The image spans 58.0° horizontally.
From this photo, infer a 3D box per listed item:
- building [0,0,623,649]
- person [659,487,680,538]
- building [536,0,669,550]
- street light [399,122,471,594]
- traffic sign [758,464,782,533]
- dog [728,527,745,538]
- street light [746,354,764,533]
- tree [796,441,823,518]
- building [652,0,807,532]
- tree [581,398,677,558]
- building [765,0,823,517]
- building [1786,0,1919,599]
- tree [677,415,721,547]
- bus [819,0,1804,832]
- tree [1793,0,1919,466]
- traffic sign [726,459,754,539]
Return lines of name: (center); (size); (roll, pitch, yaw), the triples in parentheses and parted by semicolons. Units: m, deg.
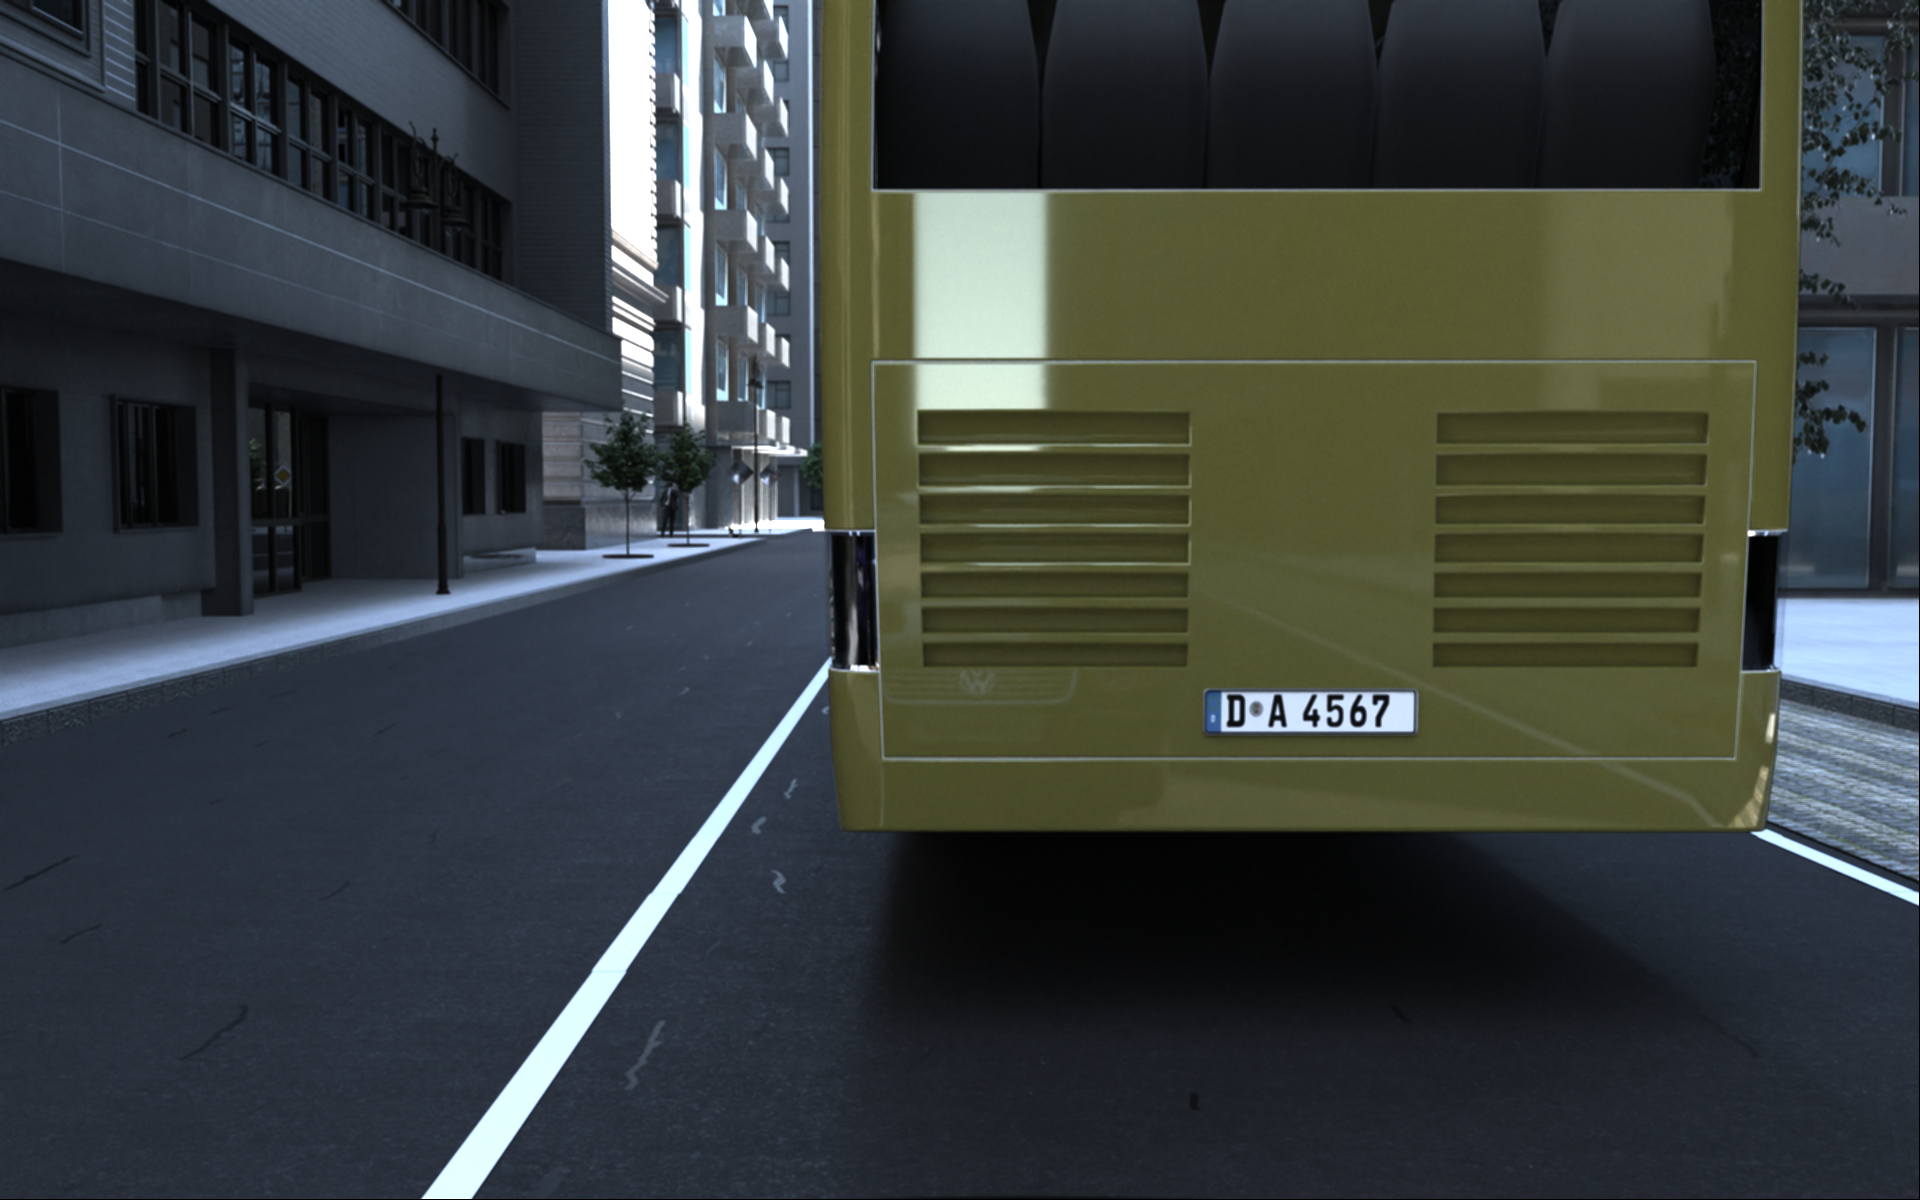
building: (-13.276, -12.111, 17.084); (14.314, 24.678, 30.058); (0, 4, 0)
person: (-8.978, -2.798, 53.614); (0.648, 1.900, 0.474); (-1, 4, -15)
building: (-17.790, -13.125, 43.475); (19.941, 23.489, 11.050); (0, 4, 0)
street light: (-6.628, -3.012, 22.033); (0.468, 5.910, 1.993); (0, 4, 0)
traffic sign: (-6.243, -3.257, 56.894); (0.795, 2.450, 0.064); (0, 4, 0)
dog: (-7.073, -2.115, 54.771); (0.748, 0.427, 0.550); (1, 4, 15)
street light: (-6.734, -5.159, 57.130); (0.468, 5.910, 1.993); (0, 4, 0)
tree: (-7.113, -6.651, 92.460); (4.285, 4.588, 4.351); (0, 3, 0)
building: (-18.910, -27.565, 70.298); (23.786, 49.044, 30.456); (0, 4, 0)
tree: (-6.762, -2.472, 35.014); (1.663, 3.219, 1.824); (0, 3, 0)
building: (-12.373, -25.516, 100.779); (14.154, 41.232, 14.086); (0, 4, 0)
building: (17.771, -25.264, 32.672); (23.786, 49.044, 30.456); (0, 4, 0)
tree: (-6.802, -2.922, 42.374); (1.663, 3.219, 1.824); (0, 3, 0)
bus: (0.915, -1.158, 10.485); (2.896, 3.916, 12.252); (0, 4, 0)
tree: (6.884, -3.994, 15.660); (4.360, 8.622, 3.978); (0, 3, 0)
traffic sign: (-6.208, -2.769, 48.909); (0.795, 2.450, 0.064); (0, 4, 0)
